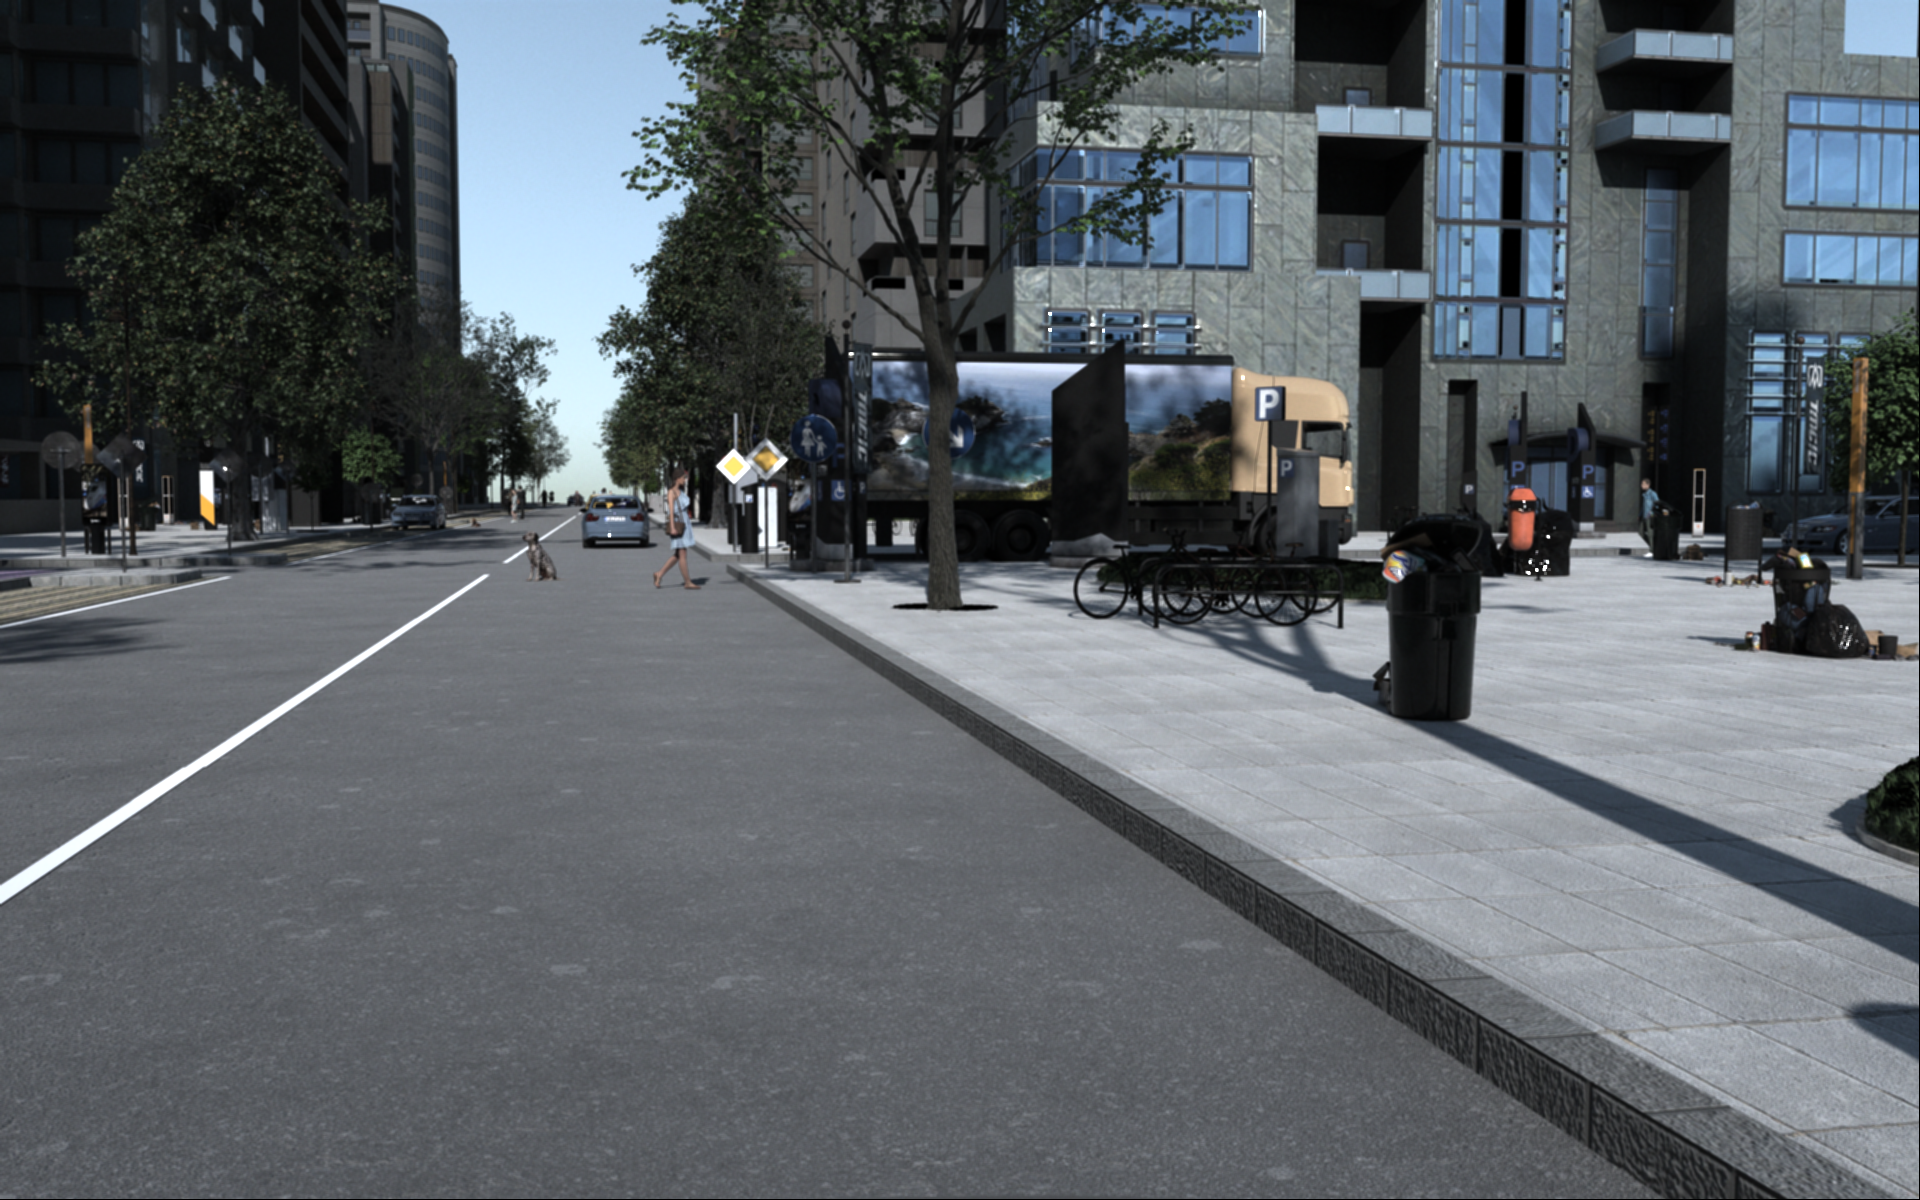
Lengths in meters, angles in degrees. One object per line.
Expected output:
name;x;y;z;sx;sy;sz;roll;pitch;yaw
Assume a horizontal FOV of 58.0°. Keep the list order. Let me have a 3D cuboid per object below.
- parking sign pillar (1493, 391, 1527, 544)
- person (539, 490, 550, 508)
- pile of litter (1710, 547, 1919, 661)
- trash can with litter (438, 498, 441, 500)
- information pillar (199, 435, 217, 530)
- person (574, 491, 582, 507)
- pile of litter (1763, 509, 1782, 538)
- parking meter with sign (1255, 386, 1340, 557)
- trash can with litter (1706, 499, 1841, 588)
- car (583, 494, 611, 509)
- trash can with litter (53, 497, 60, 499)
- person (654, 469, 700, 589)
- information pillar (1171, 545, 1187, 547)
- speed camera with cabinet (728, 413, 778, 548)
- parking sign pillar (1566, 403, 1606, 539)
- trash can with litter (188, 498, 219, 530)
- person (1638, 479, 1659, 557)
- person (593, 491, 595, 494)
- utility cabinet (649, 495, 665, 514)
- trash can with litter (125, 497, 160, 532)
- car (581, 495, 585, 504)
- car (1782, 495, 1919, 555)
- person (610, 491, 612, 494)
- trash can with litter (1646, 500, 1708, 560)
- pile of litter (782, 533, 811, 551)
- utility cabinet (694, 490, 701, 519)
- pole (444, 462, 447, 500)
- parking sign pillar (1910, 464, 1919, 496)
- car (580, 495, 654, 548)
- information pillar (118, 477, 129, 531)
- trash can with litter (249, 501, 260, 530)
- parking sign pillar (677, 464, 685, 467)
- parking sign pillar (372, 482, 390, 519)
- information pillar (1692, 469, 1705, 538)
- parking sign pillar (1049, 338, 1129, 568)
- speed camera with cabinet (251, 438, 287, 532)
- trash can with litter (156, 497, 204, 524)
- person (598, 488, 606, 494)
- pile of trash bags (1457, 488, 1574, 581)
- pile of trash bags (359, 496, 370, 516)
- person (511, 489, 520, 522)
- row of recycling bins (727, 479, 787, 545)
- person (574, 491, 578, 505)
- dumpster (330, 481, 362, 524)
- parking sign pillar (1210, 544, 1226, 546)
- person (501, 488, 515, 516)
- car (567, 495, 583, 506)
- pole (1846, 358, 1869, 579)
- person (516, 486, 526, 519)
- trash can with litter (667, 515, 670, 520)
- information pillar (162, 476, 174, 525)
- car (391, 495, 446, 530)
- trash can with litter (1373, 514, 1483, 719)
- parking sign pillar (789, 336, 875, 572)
parking sign pillar;14.473;-3.454;44.941;1.447;3.967;1.447;1;4;17
person;-44.106;-10.747;183.844;1.348;1.869;0.705;1;4;20
pile of litter;6.979;-0.008;14.092;1.176;0.858;1.719;-1;4;-10
trash can with litter;-32.281;-5.887;107.644;1.055;1.170;0.624;1;4;12
information pillar;-26.577;-4.270;61.164;0.504;3.616;0.183;0;4;-1
person;-43.481;-11.506;197.182;0.990;1.755;0.434;-2;4;-26
pile of litter;23.777;-2.291;51.428;1.176;0.858;1.719;-1;4;-9
parking meter with sign;5.652;-1.990;28.798;1.738;3.016;0.543;-3;5;-43
trash can with litter;11.524;-0.823;24.508;2.233;1.210;1.678;0;4;-4
car;-19.599;-5.167;94.704;2.015;1.641;3.980;-1;4;-13
trash can with litter;-37.721;-3.735;72.459;0.624;1.170;1.055;-1;4;-13
person;-4.296;-1.073;26.130;0.778;1.811;0.616;1;4;15
information pillar;5.268;-3.104;42.109;0.504;3.616;0.183;2;4;30
speed camera with cabinet;-5.007;-2.904;41.816;0.660;3.252;2.038;-2;4;-26
parking sign pillar;18.129;-3.796;50.540;1.447;3.967;1.447;0;4;3
trash can with litter;-27.264;-3.120;62.397;1.055;1.170;0.624;-1;4;-22
person;15.745;-1.877;39.525;0.444;1.785;0.601;0;4;2
person;-46.674;-12.995;221.047;0.705;1.814;1.350;2;4;32
utility cabinet;-19.264;-6.050;110.083;0.306;1.237;1.020;3;5;43
trash can with litter;-28.063;-2.939;59.432;0.624;1.170;1.055;2;4;35
car;-54.104;-14.219;245.065;1.945;1.354;3.894;-1;4;-12
car;21.488;-1.737;40.408;4.499;1.417;2.014;-1;4;-11
person;-32.666;-9.300;161.354;0.742;1.727;0.445;-3;5;-42
trash can with litter;13.950;-1.364;33.694;1.055;1.170;0.624;0;4;-1
pile of litter;-3.417;-1.548;39.276;1.176;0.858;1.719;-1;4;-15
utility cabinet;-12.947;-4.802;87.192;0.318;1.500;1.173;1;4;20
pole;-32.262;-7.016;108.562;0.158;3.312;0.155;0;3;0
parking sign pillar;40.880;-5.232;74.018;1.447;3.967;1.447;2;4;29
car;-9.370;-2.157;47.266;2.014;1.417;4.499;-1;4;-10
information pillar;-29.041;-3.402;60.120;0.304;2.012;0.304;-2;4;-27
trash can with litter;-24.483;-3.052;61.282;1.055;1.170;0.624;0;4;-3
parking sign pillar;-17.447;-7.388;109.259;1.447;3.967;1.447;-2;4;-29
parking sign pillar;-30.237;-6.228;90.308;1.447;3.967;1.447;0;4;5
information pillar;21.758;-2.847;51.034;0.304;2.012;0.304;1;4;18
parking sign pillar;2.289;-2.569;30.468;1.447;3.967;1.447;1;4;22
speed camera with cabinet;-23.721;-3.982;59.448;0.660;3.252;2.038;0;4;-4
trash can with litter;-33.488;-3.849;73.995;2.233;1.210;1.678;0;4;4
person;-21.121;-5.712;102.150;0.793;1.790;0.793;2;4;27
pile of trash bags;8.618;-1.062;27.110;1.912;1.369;3.447;1;4;10
pile of trash bags;-34.764;-5.569;100.803;1.912;1.369;3.447;-2;4;-30
person;-22.678;-4.812;88.185;0.522;1.701;0.512;-2;4;-27
row of recycling bins;-5.333;-2.358;45.674;1.069;1.692;3.534;1;4;10
person;-48.283;-12.811;217.941;1.348;1.826;0.705;1;4;19
dumpster;-27.027;-4.298;76.027;1.264;1.857;1.865;-1;4;-12
parking sign pillar;6.946;-3.347;43.193;1.447;3.967;1.447;2;4;29
person;-29.556;-6.460;114.127;1.348;1.823;0.705;-2;4;-24
car;-47.339;-12.251;212.880;1.945;1.354;3.894;-1;4;-11
pole;13.482;-1.968;26.016;0.158;3.312;0.155;0;3;0
person;-24.960;-5.534;98.337;0.474;1.900;0.648;0;4;0
trash can with litter;-13.938;-4.518;85.262;0.624;1.170;1.055;2;4;26
information pillar;-32.655;-4.095;71.440;0.304;2.012;0.304;1;4;11
car;-21.912;-3.559;70.198;2.014;1.417;4.499;-1;4;-10
trash can with litter;2.655;0.074;10.174;0.624;1.170;1.055;0;4;-2
parking sign pillar;-2.161;-2.483;29.065;1.447;3.967;1.447;-1;4;-18
